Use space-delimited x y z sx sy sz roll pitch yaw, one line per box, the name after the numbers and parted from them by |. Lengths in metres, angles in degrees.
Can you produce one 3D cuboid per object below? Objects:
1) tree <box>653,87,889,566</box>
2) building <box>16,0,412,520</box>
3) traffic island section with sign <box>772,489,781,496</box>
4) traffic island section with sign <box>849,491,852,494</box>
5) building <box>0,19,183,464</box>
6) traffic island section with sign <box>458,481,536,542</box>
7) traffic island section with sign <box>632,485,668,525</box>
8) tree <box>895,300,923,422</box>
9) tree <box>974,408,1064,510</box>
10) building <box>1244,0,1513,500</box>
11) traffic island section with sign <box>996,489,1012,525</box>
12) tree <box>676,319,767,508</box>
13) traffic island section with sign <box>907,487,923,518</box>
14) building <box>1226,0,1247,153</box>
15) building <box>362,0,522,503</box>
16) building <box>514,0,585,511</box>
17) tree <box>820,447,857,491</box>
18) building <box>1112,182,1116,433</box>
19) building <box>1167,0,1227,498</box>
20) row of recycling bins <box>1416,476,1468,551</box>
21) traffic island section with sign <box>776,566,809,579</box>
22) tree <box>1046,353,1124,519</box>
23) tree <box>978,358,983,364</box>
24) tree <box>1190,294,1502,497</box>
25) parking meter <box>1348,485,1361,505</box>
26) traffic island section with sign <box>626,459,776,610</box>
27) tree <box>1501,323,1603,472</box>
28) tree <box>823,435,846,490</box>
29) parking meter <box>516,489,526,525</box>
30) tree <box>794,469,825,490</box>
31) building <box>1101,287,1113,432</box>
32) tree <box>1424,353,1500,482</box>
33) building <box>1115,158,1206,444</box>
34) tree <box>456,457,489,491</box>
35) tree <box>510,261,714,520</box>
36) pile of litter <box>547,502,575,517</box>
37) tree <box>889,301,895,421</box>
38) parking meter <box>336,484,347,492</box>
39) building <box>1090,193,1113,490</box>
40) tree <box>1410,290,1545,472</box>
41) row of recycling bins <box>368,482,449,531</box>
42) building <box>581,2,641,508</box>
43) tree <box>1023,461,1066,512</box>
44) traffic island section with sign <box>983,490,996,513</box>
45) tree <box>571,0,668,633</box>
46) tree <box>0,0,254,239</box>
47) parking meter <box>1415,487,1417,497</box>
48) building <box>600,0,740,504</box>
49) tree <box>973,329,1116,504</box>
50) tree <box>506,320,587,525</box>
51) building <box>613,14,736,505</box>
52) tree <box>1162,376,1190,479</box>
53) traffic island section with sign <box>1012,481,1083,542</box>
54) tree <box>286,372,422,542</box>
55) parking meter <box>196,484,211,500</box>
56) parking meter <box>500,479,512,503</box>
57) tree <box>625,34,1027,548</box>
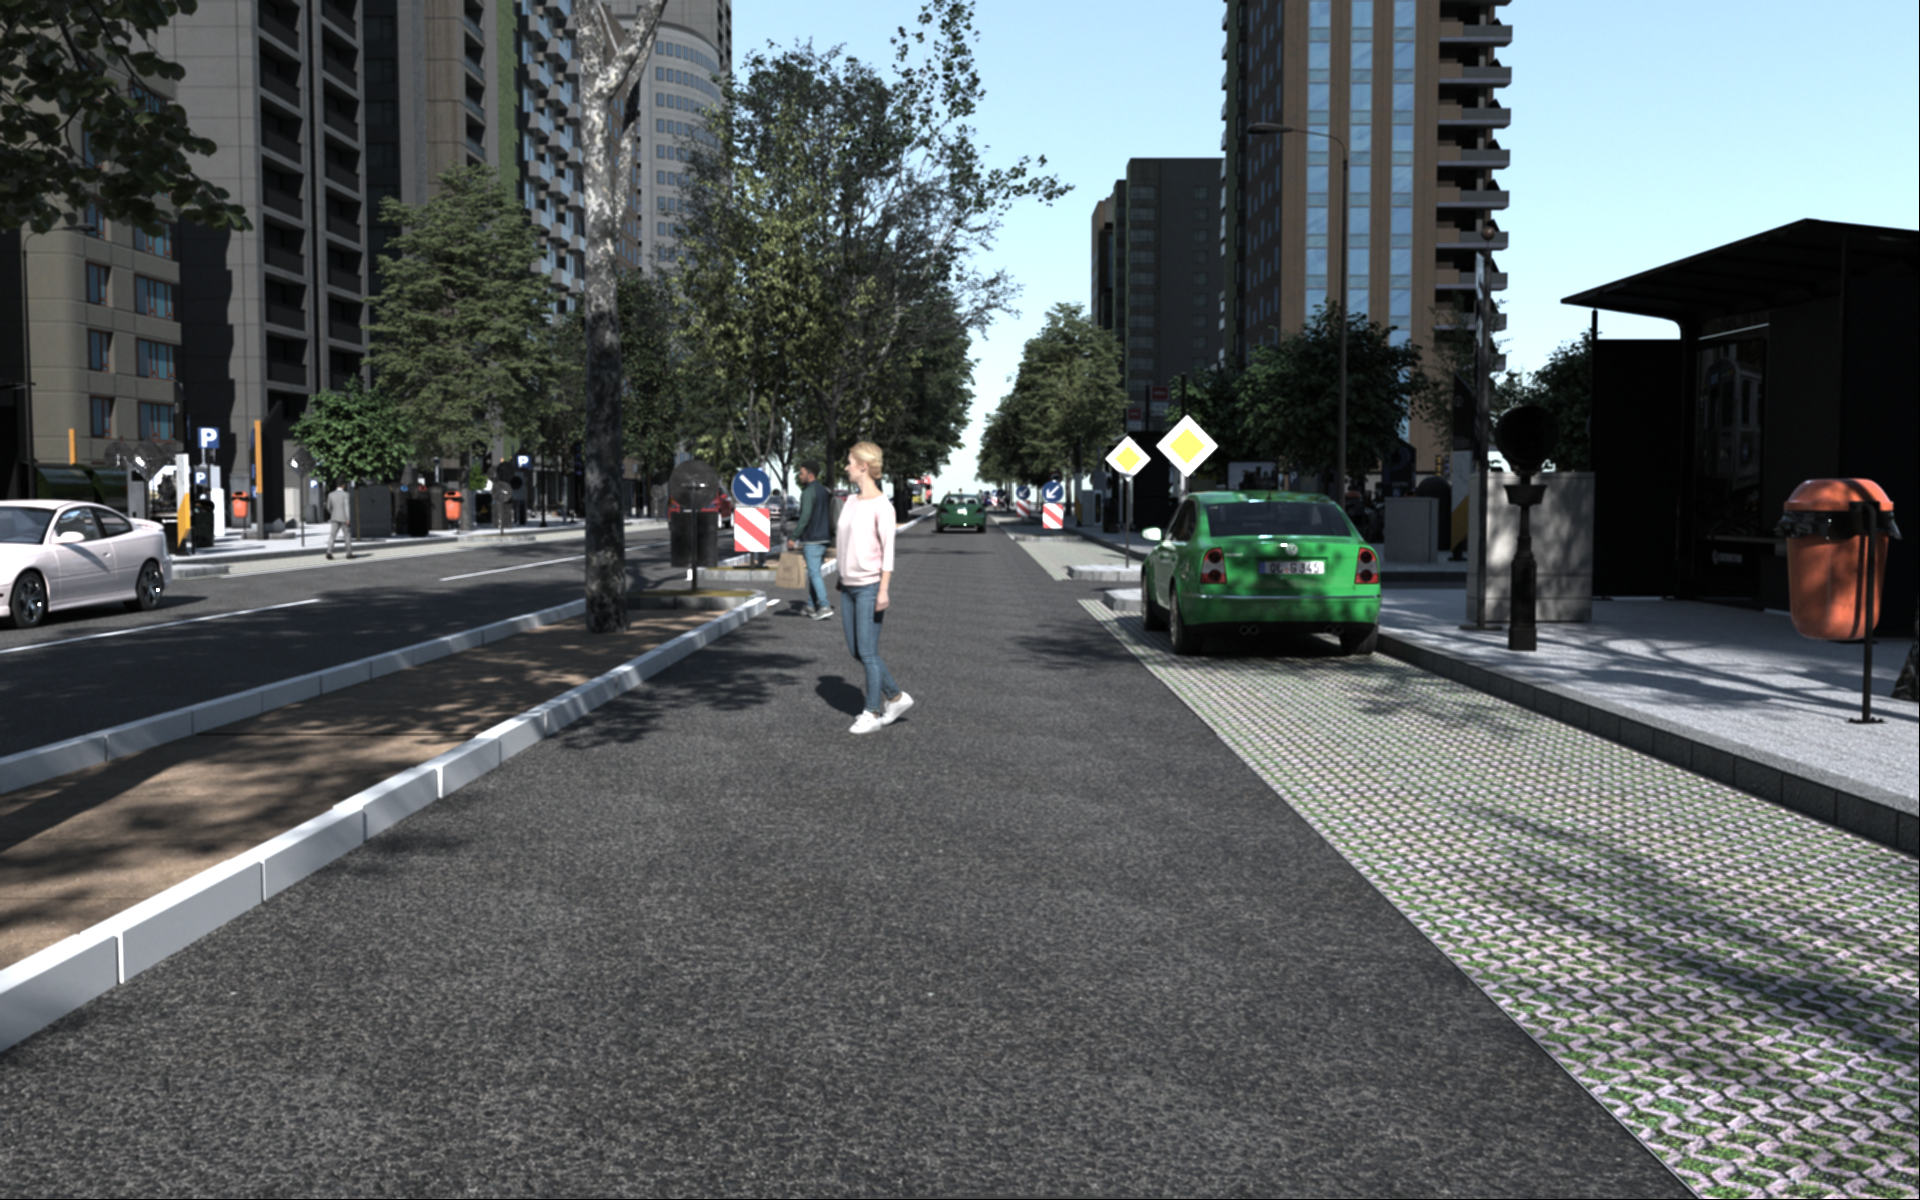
-3.642 -4.807 31.419 4.737 8.622 4.395 0 3 0 | tree
-40.379 -39.787 88.764 20.563 71.187 20.611 0 4 0 | building
-13.712 -7.391 129.470 1.989 1.847 2.006 0 4 0 | traffic island section with sign
-13.426 -12.422 211.723 1.989 1.847 2.006 0 4 0 | traffic island section with sign
-46.321 -13.001 57.608 27.650 21.520 28.899 0 4 0 | building
-13.997 -2.687 52.564 1.989 1.847 2.006 0 4 0 | traffic island section with sign
-13.909 -4.336 79.519 1.989 1.847 2.006 0 4 0 | traffic island section with sign
-3.103 -6.219 54.505 4.737 8.622 4.395 0 3 0 | tree
6.315 -14.345 168.949 8.767 10.594 7.601 -1 4 -20 | tree
26.762 -28.342 113.504 14.600 45.320 14.200 0 4 0 | building
2.782 -4.356 79.847 1.989 1.847 2.006 0 4 0 | traffic island section with sign
-16.261 -13.204 122.534 9.857 13.997 8.962 0 3 0 | tree
-3.219 -5.913 104.813 2.006 1.907 1.989 0 4 0 | traffic island section with sign
26.415 -27.165 127.746 14.154 41.232 14.086 0 4 0 | building
-37.222 -26.203 112.017 14.154 41.232 14.086 0 4 0 | building
-41.712 -31.479 134.287 23.786 49.044 30.456 0 4 0 | building
-16.191 -20.543 252.880 9.611 12.733 9.660 0 3 0 | tree
26.879 -33.255 227.306 14.154 41.232 14.086 0 4 0 | building
31.038 -51.176 149.399 22.319 86.520 31.000 0 4 0 | building
12.091 -1.953 39.046 3.534 1.692 1.069 1 4 19 | row of recycling bins
-3.482 -1.317 29.675 2.006 1.907 1.989 0 4 0 | traffic island section with sign
6.180 -8.552 90.193 4.737 8.622 4.395 0 3 0 | tree
-3.261 -11.171 91.763 9.857 13.997 8.962 0 3 0 | tree
6.167 -2.748 28.650 4.285 4.588 4.351 0 3 0 | tree
11.348 -2.536 49.877 0.372 1.533 0.369 0 3 0 | parking meter
-3.519 -0.864 22.267 2.006 1.907 1.989 0 4 0 | traffic island section with sign
12.143 -3.037 33.376 4.285 4.588 4.351 0 3 0 | tree
-15.391 -17.477 220.168 8.767 10.594 7.601 2 4 28 | tree
-18.327 -3.905 72.265 0.372 1.533 0.369 0 3 0 | parking meter
-15.810 -12.164 182.590 4.285 4.588 4.351 0 3 0 | tree
26.503 -28.757 241.883 14.160 30.474 14.107 0 4 0 | building
26.424 -8.653 91.833 4.360 8.622 3.978 0 3 0 | tree
27.214 -32.393 213.219 14.154 41.232 14.086 0 4 0 | building
-24.821 -5.782 89.138 1.663 3.219 1.824 0 3 0 | tree
-16.897 -10.297 85.362 9.611 12.733 9.660 0 3 0 | tree
-22.785 -5.188 98.783 1.719 0.858 1.176 1 4 10 | pile of litter
-3.723 -5.103 36.247 4.737 8.622 4.395 0 3 0 | tree
-25.511 -4.024 71.496 0.399 1.863 0.255 1 4 20 | parking meter
26.782 -37.097 256.645 14.600 45.320 14.200 0 4 0 | building
18.178 -6.810 61.699 4.737 8.622 4.395 0 3 0 | tree
-19.054 -3.213 59.641 1.069 1.692 3.534 2 4 25 | row of recycling bins
-37.327 -30.982 156.671 14.600 45.320 14.200 0 4 0 | building
6.262 -8.800 127.590 4.285 4.588 4.351 0 3 0 | tree
2.948 -7.419 129.930 1.989 1.847 2.006 0 4 0 | traffic island section with sign
-2.438 -9.668 16.420 12.611 20.169 13.585 0 3 0 | tree
-3.573 -5.116 4.226 7.486 12.596 7.792 0 3 0 | tree
12.870 -2.440 48.309 0.372 1.533 0.369 0 3 0 | parking meter
-39.976 -49.041 240.067 20.563 71.187 20.611 0 4 0 | building
6.434 -12.267 117.574 9.611 12.733 9.660 0 3 0 | tree
-16.879 -7.484 72.726 4.360 8.622 3.978 0 3 0 | tree
-40.544 -41.217 215.902 21.231 58.520 28.212 0 4 0 | building
6.091 -3.412 39.499 4.285 4.588 4.351 0 3 0 | tree
2.677 -2.694 52.680 1.989 1.847 2.006 0 4 0 | traffic island section with sign
-16.346 -3.860 46.827 4.285 4.588 4.351 0 3 0 | tree
-19.594 -2.232 44.907 0.372 1.533 0.369 0 3 0 | parking meter
-17.050 -3.631 65.070 0.399 1.863 0.255 -1 4 -22 | parking meter
-3.444 -8.125 45.671 12.009 13.543 11.850 0 3 0 | tree
